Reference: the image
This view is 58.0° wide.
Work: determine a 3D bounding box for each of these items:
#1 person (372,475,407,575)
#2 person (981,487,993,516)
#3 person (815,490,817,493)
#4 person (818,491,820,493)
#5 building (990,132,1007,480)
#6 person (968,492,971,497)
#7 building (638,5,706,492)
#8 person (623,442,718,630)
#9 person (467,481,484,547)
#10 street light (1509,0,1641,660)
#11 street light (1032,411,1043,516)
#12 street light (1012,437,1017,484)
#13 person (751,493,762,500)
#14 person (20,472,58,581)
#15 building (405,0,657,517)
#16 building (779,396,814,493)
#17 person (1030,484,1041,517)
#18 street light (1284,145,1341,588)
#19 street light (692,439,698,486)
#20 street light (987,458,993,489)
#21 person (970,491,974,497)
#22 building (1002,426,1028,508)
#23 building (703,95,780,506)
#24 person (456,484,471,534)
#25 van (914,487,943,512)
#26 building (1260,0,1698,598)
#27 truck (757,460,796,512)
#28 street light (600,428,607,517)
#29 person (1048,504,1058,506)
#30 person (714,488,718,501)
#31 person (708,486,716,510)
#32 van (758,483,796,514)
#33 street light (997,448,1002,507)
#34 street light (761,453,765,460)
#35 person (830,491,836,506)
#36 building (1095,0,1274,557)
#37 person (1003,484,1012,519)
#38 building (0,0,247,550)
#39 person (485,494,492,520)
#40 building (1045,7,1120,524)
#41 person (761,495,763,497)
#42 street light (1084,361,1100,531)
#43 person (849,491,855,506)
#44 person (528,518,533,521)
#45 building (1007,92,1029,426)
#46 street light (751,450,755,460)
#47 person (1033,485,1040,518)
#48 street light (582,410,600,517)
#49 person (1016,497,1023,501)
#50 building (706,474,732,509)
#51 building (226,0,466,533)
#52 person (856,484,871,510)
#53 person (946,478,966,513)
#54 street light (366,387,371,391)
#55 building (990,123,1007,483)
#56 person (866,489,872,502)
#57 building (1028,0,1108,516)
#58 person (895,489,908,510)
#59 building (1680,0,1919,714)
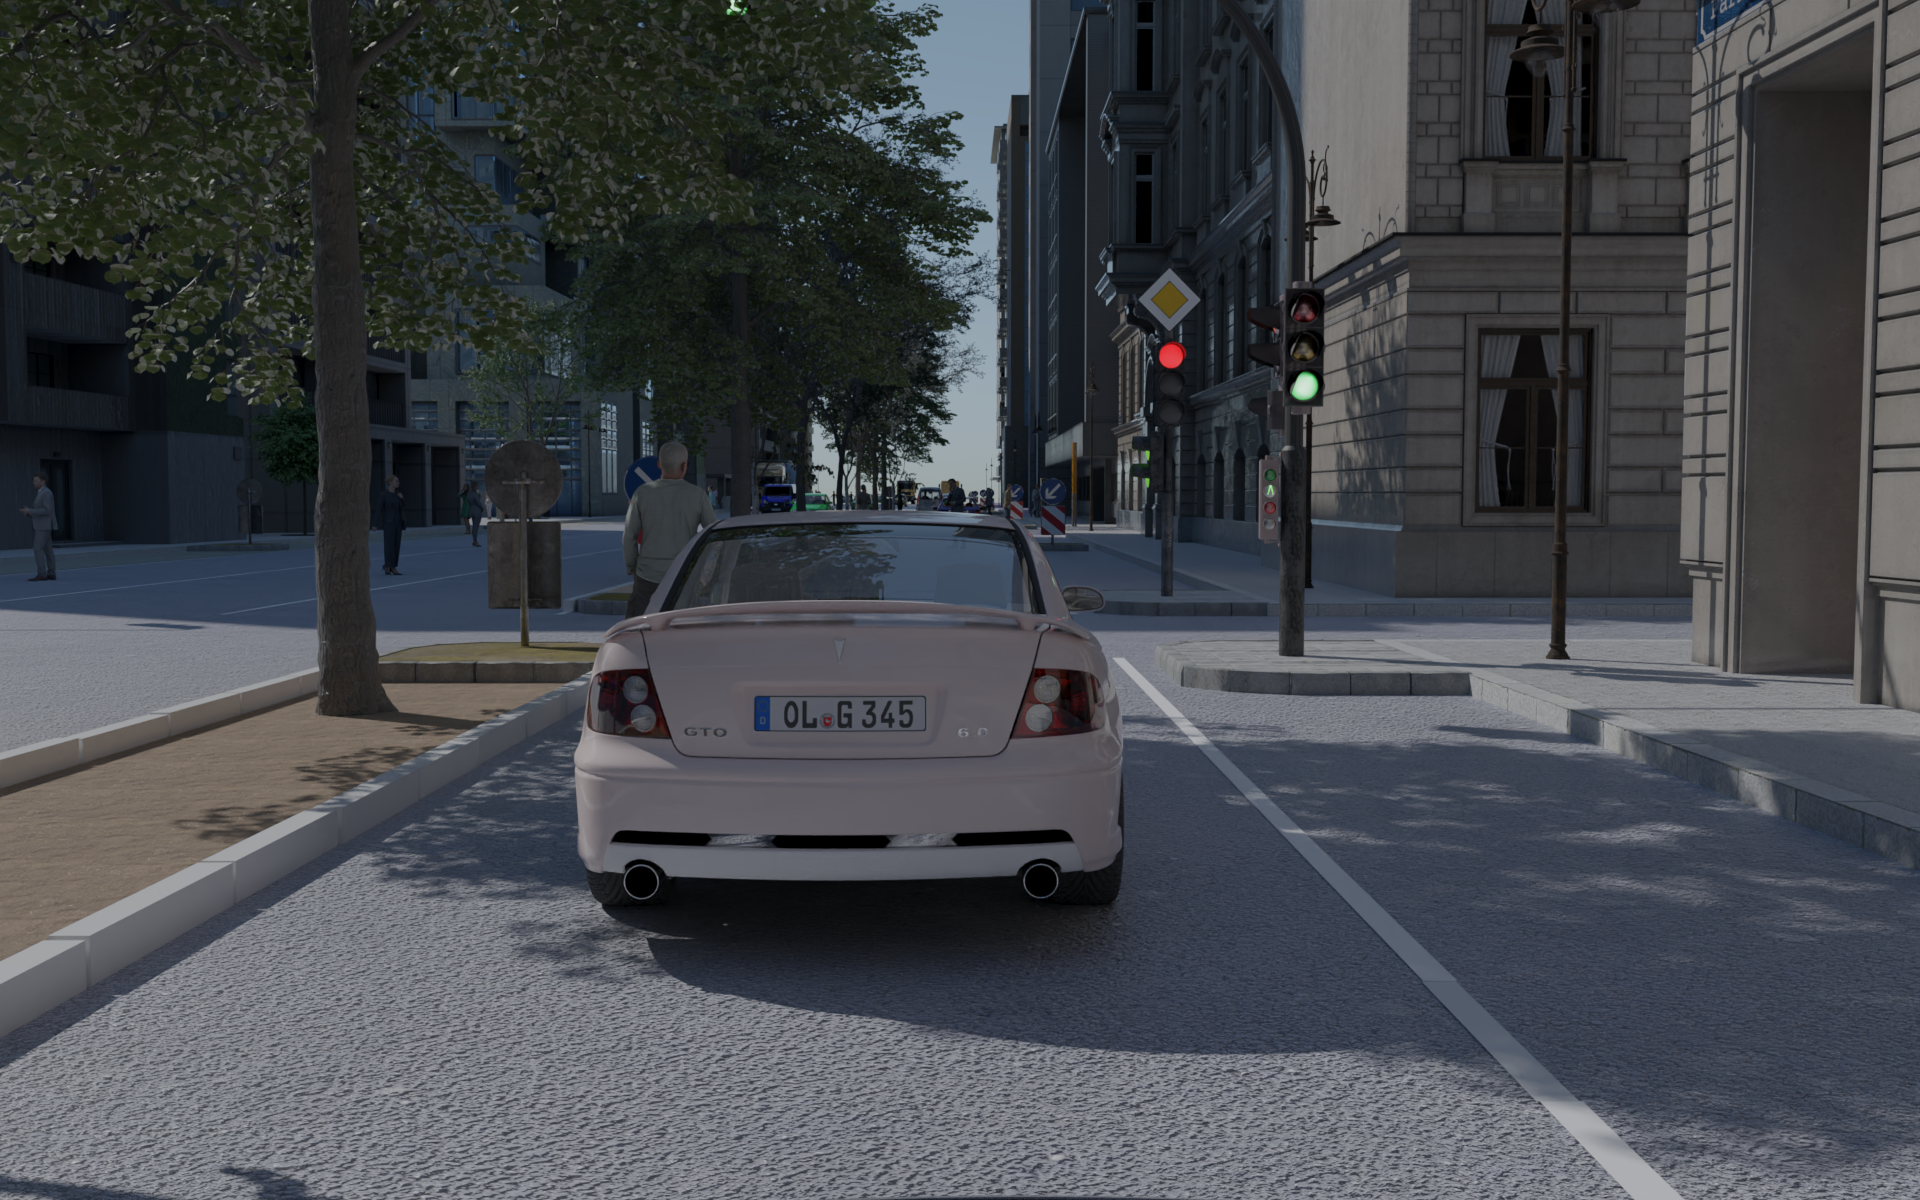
[{"bbox_3d":[-10.096,-1.328,30.635,0.534,1.772,0.576,1,4,10],"label":"person"},{"bbox_3d":[1.554,-5.254,94.583,0.728,1.800,0.709,3,5,43],"label":"person"},{"bbox_3d":[-13.548,-9.442,162.821,1.348,1.831,0.705,1,4,9],"label":"person"},{"bbox_3d":[-13.772,-9.763,169.037,0.541,1.710,0.530,-1,4,-16],"label":"person"},{"bbox_3d":[15.739,-36.299,213.100,23.786,49.044,30.456,0,4,0],"label":"building"},{"bbox_3d":[1.494,-15.053,254.638,0.705,1.821,1.348,2,4,33],"label":"person"},{"bbox_3d":[-27.875,-27.564,134.265,14.154,41.232,14.086,0,4,0],"label":"building"},{"bbox_3d":[-1.795,-0.134,11.174,0.782,1.767,0.515,-1,4,-12],"label":"person"},{"bbox_3d":[-12.960,-2.312,46.581,0.520,1.790,0.573,2,4,30],"label":"person"},{"bbox_3d":[4.656,-2.479,13.312,0.468,5.910,1.993,0,4,0],"label":"street light"},{"bbox_3d":[4.358,-7.780,99.992,0.468,5.910,1.993,0,4,0],"label":"street light"},{"bbox_3d":[4.320,-10.013,136.503,0.468,5.910,1.993,0,4,0],"label":"street light"},{"bbox_3d":[-13.872,-6.673,117.233,1.348,1.869,0.705,2,4,28],"label":"person"},{"bbox_3d":[-15.286,-1.223,28.700,0.583,1.804,0.606,-3,4,-38],"label":"person"},{"bbox_3d":[-31.517,-48.788,110.348,22.319,86.520,31.000,0,4,0],"label":"building"},{"bbox_3d":[-35.065,-24.012,237.628,27.650,21.520,28.899,0,4,0],"label":"building"},{"bbox_3d":[4.184,-5.443,94.915,0.514,1.842,0.818,-3,5,-39],"label":"person"},{"bbox_3d":[4.735,-3.098,23.437,0.468,5.910,1.993,0,4,0],"label":"street light"},{"bbox_3d":[-20.565,-9.920,134.980,0.468,5.910,1.993,0,4,0],"label":"street light"},{"bbox_3d":[3.992,-15.055,218.932,0.468,5.910,1.993,0,4,0],"label":"street light"},{"bbox_3d":[1.587,-12.803,217.701,0.599,1.838,0.709,1,4,14],"label":"person"},{"bbox_3d":[15.412,-51.562,155.712,22.319,86.520,31.000,0,4,0],"label":"building"},{"bbox_3d":[-31.670,-34.658,190.359,21.300,48.544,21.600,0,4,0],"label":"building"},{"bbox_3d":[-17.532,-3.234,61.620,0.600,1.795,0.529,1,4,18],"label":"person"},{"bbox_3d":[-1.745,-5.819,102.148,2.013,2.044,4.112,0,4,-1],"label":"van"},{"bbox_3d":[14.430,-9.843,25.555,19.286,19.102,10.561,0,4,0],"label":"building"},{"bbox_3d":[-15.493,-9.563,145.265,2.839,4.237,11.283,0,4,1],"label":"truck"},{"bbox_3d":[-20.344,-7.681,98.367,0.468,5.910,1.993,0,4,0],"label":"street light"},{"bbox_3d":[4.264,-4.466,79.306,0.600,1.795,0.529,2,4,26],"label":"person"},{"bbox_3d":[-23.475,-9.900,167.770,0.599,1.838,0.709,3,4,38],"label":"person"},{"bbox_3d":[-11.672,-4.489,81.910,0.620,1.820,0.660,0,4,-3],"label":"person"},{"bbox_3d":[-10.785,-6.074,103.701,2.240,2.365,5.245,0,4,-1],"label":"van"},{"bbox_3d":[4.110,-12.822,182.422,0.468,5.910,1.993,0,4,0],"label":"street light"},{"bbox_3d":[-20.616,-12.767,181.526,0.468,5.910,1.993,0,4,0],"label":"street light"},{"bbox_3d":[-15.253,-12.273,209.121,0.705,1.831,1.348,2,4,31],"label":"person"},{"bbox_3d":[11.274,-14.097,49.569,14.460,24.649,34.723,0,4,0],"label":"building"},{"bbox_3d":[1.898,-3.741,69.575,0.836,1.842,0.656,-2,4,-35],"label":"person"},{"bbox_3d":[-27.155,-16.479,41.140,14.160,30.474,14.107,0,4,0],"label":"building"},{"bbox_3d":[-23.631,-4.683,86.884,0.425,1.301,0.394,0,4,3],"label":"person"},{"bbox_3d":[11.916,-16.075,81.901,14.314,24.678,30.058,0,4,0],"label":"building"},{"bbox_3d":[-15.465,-7.849,137.538,1.217,1.736,0.721,-1,4,-15],"label":"person"},{"bbox_3d":[4.556,-5.331,59.946,0.468,5.910,1.993,0,4,0],"label":"street light"},{"bbox_3d":[-13.222,-12.396,211.692,1.217,1.766,0.721,3,4,38],"label":"person"},{"bbox_3d":[-14.578,-3.027,58.252,0.793,1.790,0.793,0,4,-3],"label":"person"},{"bbox_3d":[12.285,-33.077,190.917,14.600,45.320,14.200,0,4,0],"label":"building"},{"bbox_3d":[-20.571,-12.197,172.210,0.468,5.910,1.993,0,4,0],"label":"street light"},{"bbox_3d":[4.128,-5.352,93.818,0.573,1.790,0.520,-3,5,-44],"label":"person"},{"bbox_3d":[-20.315,-7.467,94.879,0.468,5.910,1.993,0,4,0],"label":"street light"},{"bbox_3d":[4.373,-7.736,133.240,1.217,1.735,0.721,-3,4,-37],"label":"person"},{"bbox_3d":[-36.368,-28.220,153.273,32.217,40.220,23.993,0,4,0],"label":"building"},{"bbox_3d":[-30.682,-38.345,65.198,20.563,71.187,20.611,0,4,0],"label":"building"},{"bbox_3d":[-3.193,-2.951,57.293,0.519,1.759,0.362,0,4,-7],"label":"person"},{"bbox_3d":[-0.115,-2.289,45.725,0.447,1.846,0.655,-3,5,-42],"label":"person"},{"bbox_3d":[-20.285,-5.231,58.320,0.468,5.910,1.993,0,4,0],"label":"street light"},{"bbox_3d":[18.845,-39.919,241.918,28.713,52.752,27.495,0,4,0],"label":"building"},{"bbox_3d":[-6.366,-6.617,116.699,0.705,1.823,1.348,-2,4,-32],"label":"person"},{"bbox_3d":[14.998,-34.903,112.658,21.231,58.520,28.212,0,4,0],"label":"building"},{"bbox_3d":[-3.371,-5.466,98.592,1.217,1.735,0.721,3,5,42],"label":"person"},{"bbox_3d":[10.580,-10.196,2.860,11.583,22.565,21.152,0,4,0],"label":"building"}]
